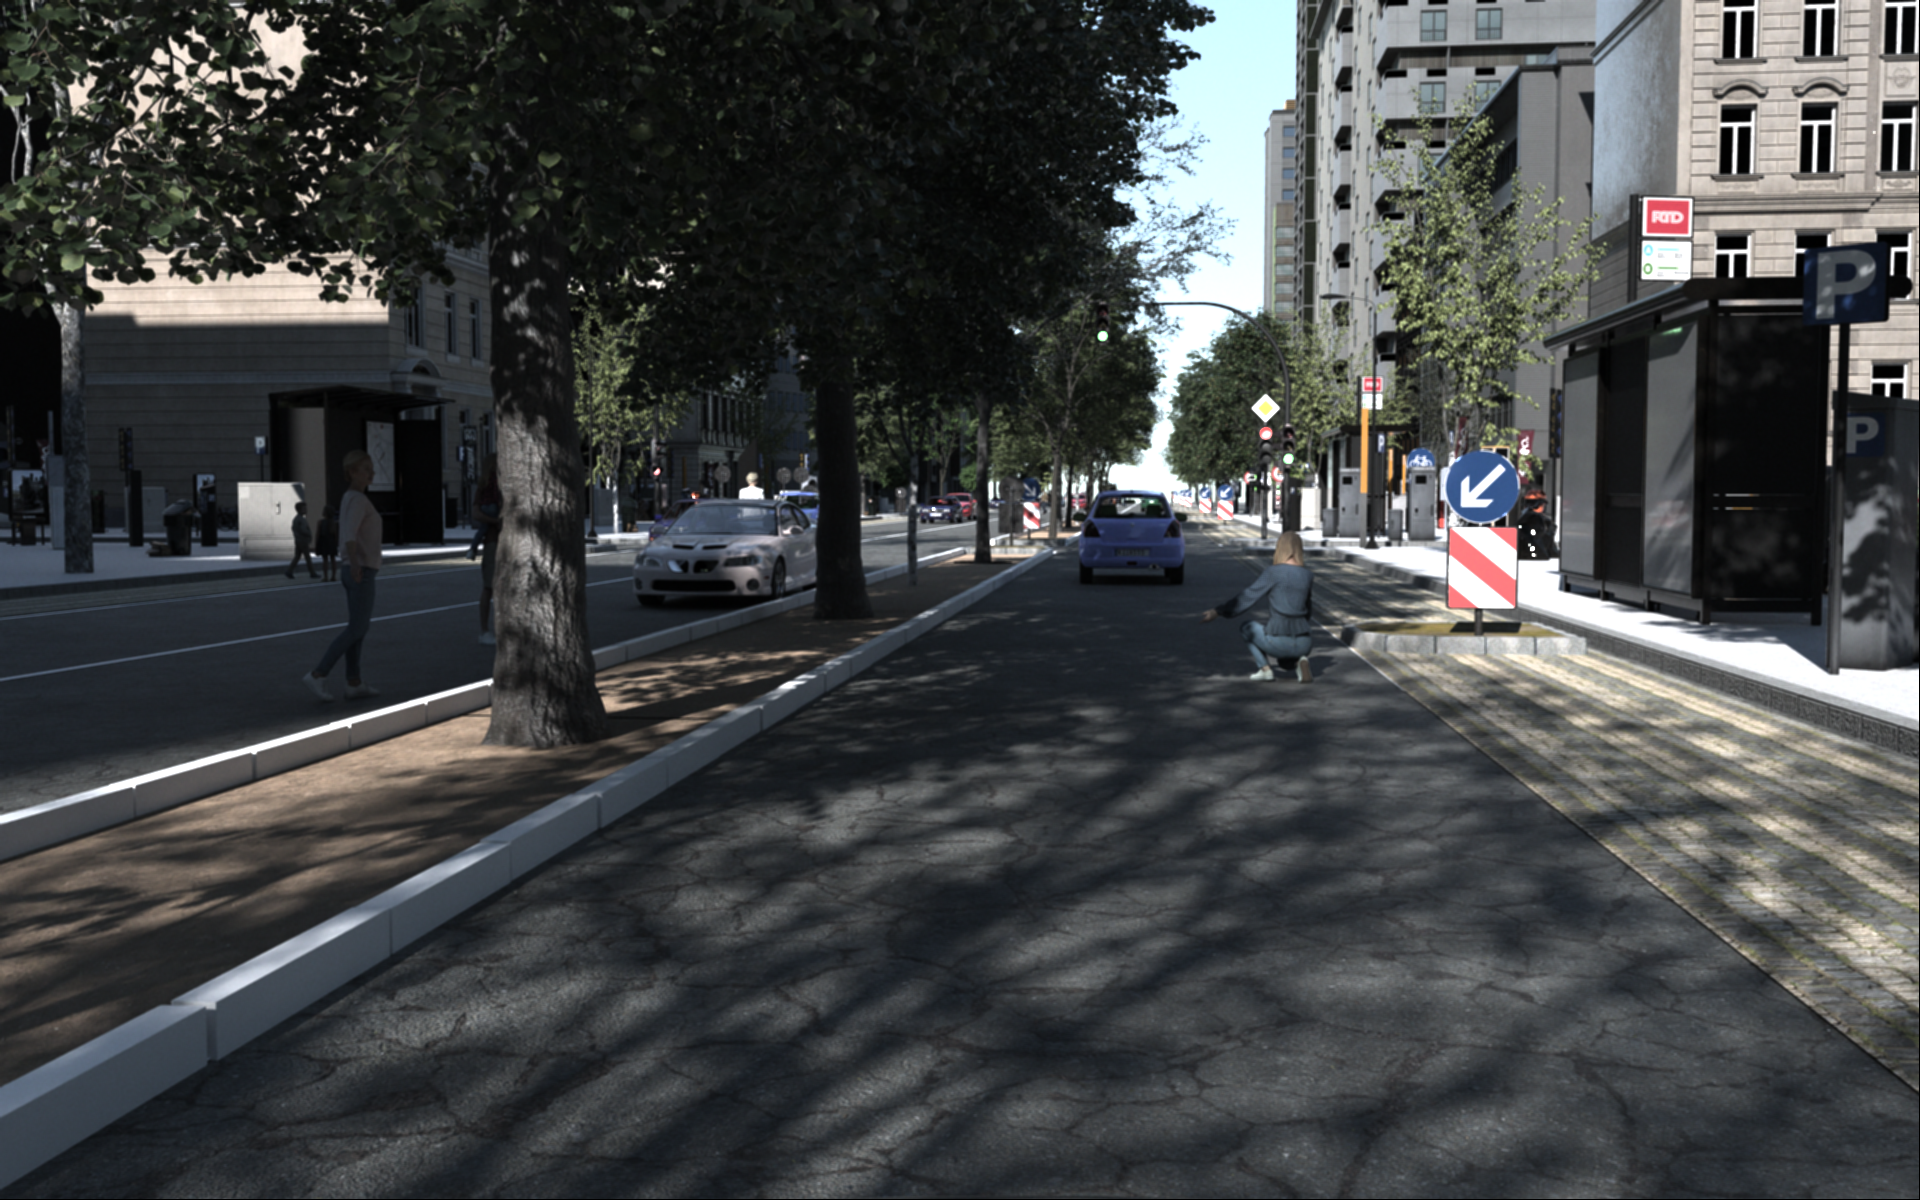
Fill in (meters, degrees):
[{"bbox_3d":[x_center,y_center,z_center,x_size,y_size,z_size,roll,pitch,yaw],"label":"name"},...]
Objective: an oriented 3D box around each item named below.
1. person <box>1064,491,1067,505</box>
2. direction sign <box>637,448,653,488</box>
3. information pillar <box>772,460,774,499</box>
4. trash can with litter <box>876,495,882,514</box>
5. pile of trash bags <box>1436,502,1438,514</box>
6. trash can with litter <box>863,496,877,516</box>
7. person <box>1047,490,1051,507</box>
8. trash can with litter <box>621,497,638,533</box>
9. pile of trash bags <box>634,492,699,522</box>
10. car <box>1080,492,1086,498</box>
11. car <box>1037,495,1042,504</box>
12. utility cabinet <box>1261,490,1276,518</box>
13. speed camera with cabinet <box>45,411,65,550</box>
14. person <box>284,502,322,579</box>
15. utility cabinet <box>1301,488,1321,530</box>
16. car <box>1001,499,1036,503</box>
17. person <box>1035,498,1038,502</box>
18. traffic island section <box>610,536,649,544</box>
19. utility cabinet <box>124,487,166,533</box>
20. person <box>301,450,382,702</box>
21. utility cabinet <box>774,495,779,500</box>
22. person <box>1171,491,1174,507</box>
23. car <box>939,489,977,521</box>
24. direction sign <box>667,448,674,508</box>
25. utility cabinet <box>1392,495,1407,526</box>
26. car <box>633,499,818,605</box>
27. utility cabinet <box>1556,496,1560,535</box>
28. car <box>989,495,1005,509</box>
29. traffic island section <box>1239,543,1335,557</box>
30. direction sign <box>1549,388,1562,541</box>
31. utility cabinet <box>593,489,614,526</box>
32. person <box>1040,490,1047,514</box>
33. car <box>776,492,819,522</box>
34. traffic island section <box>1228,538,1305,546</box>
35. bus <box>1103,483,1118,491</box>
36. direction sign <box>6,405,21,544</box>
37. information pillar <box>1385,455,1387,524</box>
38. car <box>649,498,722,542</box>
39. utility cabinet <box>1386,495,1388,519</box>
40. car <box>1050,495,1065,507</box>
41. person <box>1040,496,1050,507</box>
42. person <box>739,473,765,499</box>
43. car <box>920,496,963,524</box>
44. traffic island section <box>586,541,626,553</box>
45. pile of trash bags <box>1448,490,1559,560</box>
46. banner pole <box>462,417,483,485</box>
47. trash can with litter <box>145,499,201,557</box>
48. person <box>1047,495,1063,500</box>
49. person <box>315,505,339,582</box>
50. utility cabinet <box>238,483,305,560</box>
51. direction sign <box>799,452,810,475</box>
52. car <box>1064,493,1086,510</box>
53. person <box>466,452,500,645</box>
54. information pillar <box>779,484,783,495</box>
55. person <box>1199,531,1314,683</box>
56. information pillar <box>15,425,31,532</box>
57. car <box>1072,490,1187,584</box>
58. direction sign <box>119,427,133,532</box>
[{"bbox_3d":[14.175,-13.543,229.798,0.709,1.838,0.599,0,4,5],"label":"person"},{"bbox_3d":[-15.639,-5.752,86.044,0.876,3.537,0.379,-3,4,-37],"label":"direction sign"},{"bbox_3d":[-12.659,-7.700,117.250,0.183,3.616,0.504,0,4,-5],"label":"information pillar"},{"bbox_3d":[-5.855,-6.091,110.649,2.233,1.210,1.678,-1,4,-17],"label":"trash can with litter"},{"bbox_3d":[23.311,-4.587,84.751,3.447,1.369,1.912,0,4,-7],"label":"pile of trash bags"},{"bbox_3d":[-5.279,-5.472,100.851,0.624,1.170,1.055,-3,4,-39],"label":"trash can with litter"},{"bbox_3d":[9.954,-11.200,191.254,1.348,1.869,0.705,-1,4,-12],"label":"person"},{"bbox_3d":[-10.905,-2.825,57.578,0.624,1.170,1.055,-2,4,-24],"label":"trash can with litter"},{"bbox_3d":[-13.760,-4.377,81.312,3.447,1.369,1.912,0,4,-8],"label":"pile of trash bags"},{"bbox_3d":[18.782,-15.335,259.400,2.281,1.827,5.304,0,4,6],"label":"car"},{"bbox_3d":[9.742,-12.399,215.304,1.945,1.354,3.894,0,4,7],"label":"car"},{"bbox_3d":[16.197,-5.060,91.403,0.318,1.500,1.173,0,4,-6],"label":"utility cabinet"},{"bbox_3d":[-21.137,-2.841,40.786,0.660,3.252,2.038,-2,4,-29],"label":"speed camera with cabinet"},{"bbox_3d":[-11.123,-1.007,29.235,0.475,1.303,0.640,2,4,35],"label":"person"},{"bbox_3d":[12.388,-3.264,62.052,0.318,1.500,1.173,-3,4,-36],"label":"utility cabinet"},{"bbox_3d":[3.253,-4.995,93.667,2.014,1.417,4.499,1,4,8],"label":"car"},{"bbox_3d":[6.641,-8.555,151.632,0.557,1.426,1.065,1,4,17],"label":"person"},{"bbox_3d":[-8.874,-1.747,50.843,2.009,0.180,2.903,0,4,6],"label":"traffic island section"},{"bbox_3d":[-26.621,-2.931,56.603,1.173,1.500,0.318,-3,4,-37],"label":"utility cabinet"},{"bbox_3d":[-4.294,-0.177,12.071,0.598,1.740,0.731,-3,4,-38],"label":"person"},{"bbox_3d":[-8.908,-4.696,87.934,1.020,1.237,0.306,0,4,8],"label":"utility cabinet"},{"bbox_3d":[22.966,-10.871,186.944,0.721,1.736,1.217,1,4,11],"label":"person"},{"bbox_3d":[-0.090,-5.261,95.056,2.155,1.783,4.494,0,4,6],"label":"car"},{"bbox_3d":[-14.354,-5.745,85.932,0.379,3.537,0.876,1,4,10],"label":"direction sign"},{"bbox_3d":[18.109,-3.646,70.778,0.306,1.237,1.020,-2,4,-24],"label":"utility cabinet"},{"bbox_3d":[-3.054,-0.700,23.802,2.083,1.381,4.827,0,4,7],"label":"car"},{"bbox_3d":[19.293,-2.698,55.280,0.306,1.237,1.020,2,4,30],"label":"utility cabinet"},{"bbox_3d":[3.758,-9.138,161.982,1.945,1.354,3.894,0,4,6],"label":"car"},{"bbox_3d":[7.722,-1.142,40.957,2.009,0.180,2.903,0,4,6],"label":"traffic island section"},{"bbox_3d":[12.825,-2.775,37.368,0.379,3.537,0.876,2,4,33],"label":"direction sign"},{"bbox_3d":[-14.227,-3.703,69.223,0.318,1.500,1.173,1,4,22],"label":"utility cabinet"},{"bbox_3d":[5.998,-7.068,123.972,0.656,1.842,0.836,2,4,26],"label":"person"},{"bbox_3d":[-5.264,-2.845,56.099,1.945,1.707,3.694,0,4,5],"label":"car"},{"bbox_3d":[8.608,-1.628,48.893,2.009,0.180,2.903,0,4,6],"label":"traffic island section"},{"bbox_3d":[23.292,-16.869,270.672,2.948,3.499,13.247,0,4,7],"label":"bus"},{"bbox_3d":[-24.418,-3.219,44.628,0.379,3.537,0.876,-3,5,-39],"label":"direction sign"},{"bbox_3d":[18.364,-5.137,75.346,0.504,3.616,0.183,-3,4,-36],"label":"information pillar"},{"bbox_3d":[-5.963,-1.679,40.038,1.945,1.354,3.894,0,4,6],"label":"car"},{"bbox_3d":[22.021,-4.765,89.069,0.306,1.237,1.020,-2,4,-30],"label":"utility cabinet"},{"bbox_3d":[11.033,-11.349,197.555,2.014,1.417,4.499,0,4,5],"label":"car"},{"bbox_3d":[9.306,-11.044,189.772,1.217,1.736,0.721,-2,4,-30],"label":"person"},{"bbox_3d":[-3.930,-1.507,33.013,0.514,1.842,0.818,-2,4,-24],"label":"person"},{"bbox_3d":[-0.903,-4.460,85.507,1.945,1.354,3.894,0,4,8],"label":"car"},{"bbox_3d":[-9.760,-1.262,42.908,2.009,0.180,2.903,0,4,6],"label":"traffic island section"},{"bbox_3d":[11.238,-1.542,34.961,1.912,1.369,3.447,2,4,31],"label":"pile of trash bags"},{"bbox_3d":[-15.622,-4.026,55.839,0.863,3.779,0.401,-3,5,-41],"label":"banner pole"},{"bbox_3d":[-16.261,-1.491,35.761,0.624,1.170,1.055,1,4,16],"label":"trash can with litter"},{"bbox_3d":[7.678,-8.030,139.819,1.348,1.821,0.705,0,4,6],"label":"person"},{"bbox_3d":[-10.329,-0.921,28.221,0.362,1.253,0.373,-3,5,-41],"label":"person"},{"bbox_3d":[-13.296,-1.516,33.473,1.173,1.500,0.318,-2,4,-25],"label":"utility cabinet"},{"bbox_3d":[-8.311,-6.152,92.580,0.379,3.537,0.876,-3,5,-42],"label":"direction sign"},{"bbox_3d":[10.295,-8.797,152.871,2.155,1.783,4.494,0,4,4],"label":"car"},{"bbox_3d":[-4.426,-0.495,16.568,0.573,1.828,0.580,-1,4,-11],"label":"person"},{"bbox_3d":[-12.814,-7.365,124.909,0.304,2.012,0.304,-3,5,-40],"label":"information pillar"},{"bbox_3d":[2.359,0.041,13.322,1.012,1.151,0.738,-1,4,-11],"label":"person"},{"bbox_3d":[-31.467,-4.086,58.153,0.504,3.616,0.183,-2,4,-28],"label":"information pillar"},{"bbox_3d":[2.843,-1.185,28.968,1.945,1.707,3.694,0,4,4],"label":"car"},{"bbox_3d":[-28.408,-4.101,59.045,0.876,3.537,0.379,3,4,38],"label":"direction sign"}]
